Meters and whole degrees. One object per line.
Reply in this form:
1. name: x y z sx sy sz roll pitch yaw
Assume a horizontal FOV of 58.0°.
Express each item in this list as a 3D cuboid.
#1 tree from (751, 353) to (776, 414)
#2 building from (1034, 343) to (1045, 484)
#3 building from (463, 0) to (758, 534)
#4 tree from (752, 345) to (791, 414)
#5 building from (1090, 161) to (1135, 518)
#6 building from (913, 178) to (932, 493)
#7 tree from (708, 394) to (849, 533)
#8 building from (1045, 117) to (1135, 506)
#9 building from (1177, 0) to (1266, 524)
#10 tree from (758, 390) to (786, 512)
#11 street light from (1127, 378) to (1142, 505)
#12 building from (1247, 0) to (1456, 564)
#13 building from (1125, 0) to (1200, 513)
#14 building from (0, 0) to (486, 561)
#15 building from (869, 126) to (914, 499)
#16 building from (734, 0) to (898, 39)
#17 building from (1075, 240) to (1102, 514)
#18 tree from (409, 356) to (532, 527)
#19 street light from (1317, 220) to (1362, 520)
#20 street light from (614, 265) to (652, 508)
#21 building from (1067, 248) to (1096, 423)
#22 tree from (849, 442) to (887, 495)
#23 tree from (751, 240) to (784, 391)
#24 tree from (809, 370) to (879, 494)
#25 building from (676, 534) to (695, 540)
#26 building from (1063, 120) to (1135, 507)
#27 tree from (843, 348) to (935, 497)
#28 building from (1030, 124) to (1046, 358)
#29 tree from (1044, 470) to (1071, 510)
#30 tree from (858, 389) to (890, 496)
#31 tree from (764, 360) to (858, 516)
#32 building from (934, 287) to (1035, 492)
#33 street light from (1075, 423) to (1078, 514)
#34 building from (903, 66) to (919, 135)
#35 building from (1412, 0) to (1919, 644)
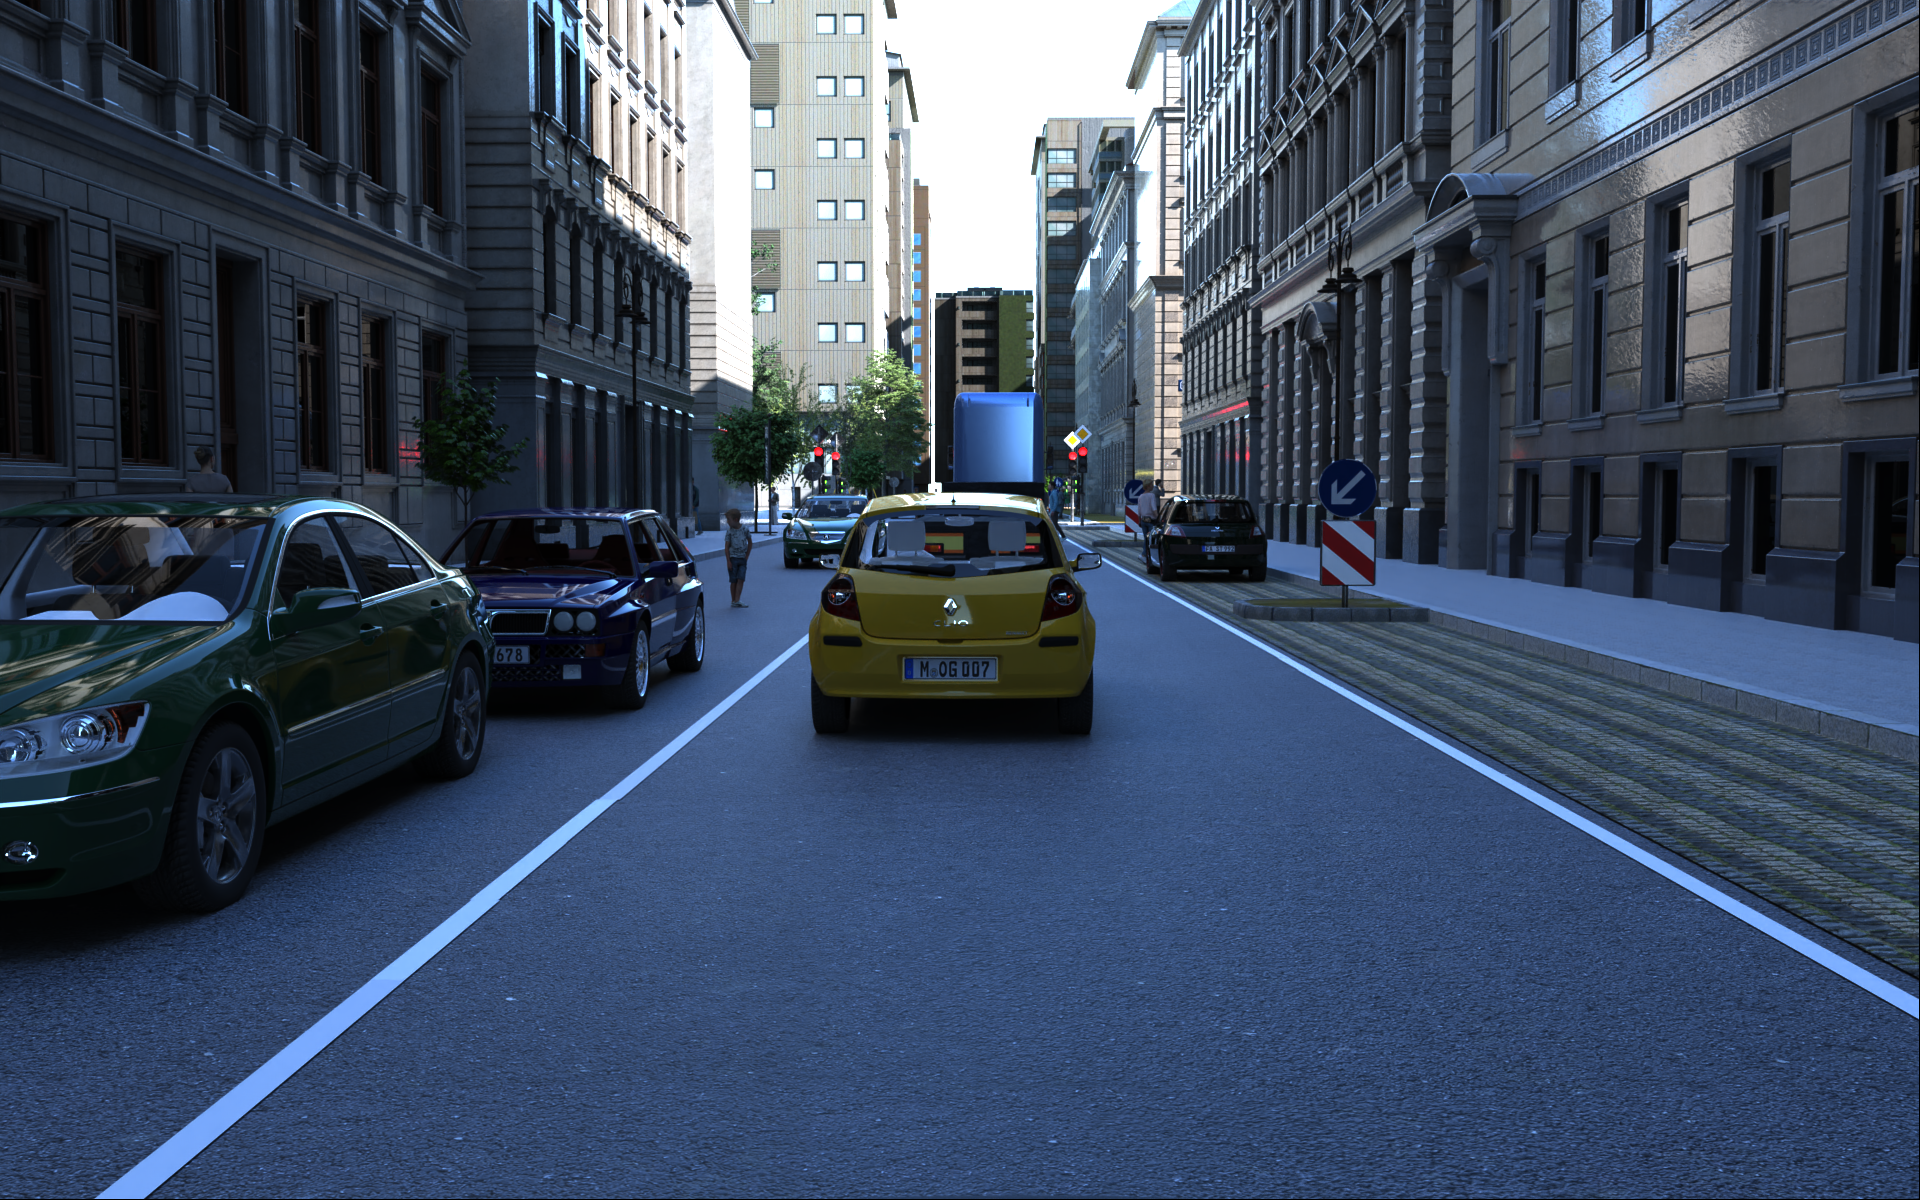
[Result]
1. tree: -14.890 -10.257 102.116 8.767 10.594 7.601 0 4 7
2. building: 23.313 -22.511 213.100 27.650 21.520 28.899 0 4 1
3. building: -17.165 -13.152 64.178 18.267 20.994 9.793 0 4 1
4. tree: -18.848 -14.673 146.561 9.857 13.997 8.962 0 3 0
5. building: 13.970 -16.207 101.138 11.583 22.565 21.152 0 4 1
6. building: -11.237 -36.332 244.132 14.200 45.320 14.600 0 4 1
7. tree: -6.759 -4.475 56.878 4.285 4.588 4.351 0 3 0
8. building: 16.339 -31.033 190.984 14.154 41.232 14.086 0 4 1
9. building: 13.256 -12.846 59.184 9.793 20.994 18.267 0 4 1
10. tree: -14.421 -10.593 123.551 4.360 8.622 3.978 0 3 0
11. street light: 6.951 -5.900 69.258 0.468 5.910 1.993 0 4 1
12. building: 13.278 -12.915 40.038 11.050 23.489 19.941 0 4 1
13. building: 21.009 -17.529 83.855 25.104 27.353 12.463 0 4 1
14. building: -14.286 -11.361 21.917 11.583 22.565 21.152 0 4 1
15. building: -12.370 -30.856 188.086 14.154 41.232 14.086 0 4 1
16. building: -20.845 -35.322 166.747 28.713 52.752 27.495 0 4 1
17. building: 13.649 -16.241 120.295 10.420 20.320 16.860 0 4 1
18. tree: -6.848 -1.824 24.420 1.663 3.219 1.824 0 3 0
19. street light: 6.451 -3.474 29.585 0.468 5.910 1.993 0 4 1
20. street light: -6.605 -3.815 35.170 0.468 5.910 1.993 0 4 1
21. building: 15.895 -18.291 140.855 13.314 21.916 24.055 0 4 1
22. tree: -6.093 -7.622 108.337 4.285 4.588 4.351 0 3 0
23. tree: -17.636 -15.707 112.694 12.611 20.169 13.585 0 3 0
24. tree: -6.791 -9.205 100.863 4.360 8.622 3.978 0 3 0
25. building: -12.628 -11.772 41.616 9.793 20.994 18.267 0 4 1
26. building: 25.668 -29.331 171.450 32.217 40.220 23.993 0 4 1
27. tree: -5.569 -13.262 134.965 7.486 12.596 7.792 0 3 0
28. building: 24.251 -40.448 250.570 27.495 52.752 28.713 0 4 1
29. tree: 8.061 -8.923 140.497 1.663 3.219 1.824 0 3 0
30. tree: -6.672 -10.428 120.854 4.737 8.622 4.395 0 3 0
31. tree: -8.941 -8.860 95.220 4.737 8.622 4.395 0 3 0
32. building: 3.359 -28.943 244.923 14.107 30.474 14.160 0 4 1
33. street light: 7.569 -8.557 112.699 0.468 5.910 1.993 0 4 1
34. building: -19.236 -38.167 213.264 27.495 52.752 28.713 0 4 1
35. building: 14.512 -14.310 19.867 13.634 28.700 20.117 0 4 1
